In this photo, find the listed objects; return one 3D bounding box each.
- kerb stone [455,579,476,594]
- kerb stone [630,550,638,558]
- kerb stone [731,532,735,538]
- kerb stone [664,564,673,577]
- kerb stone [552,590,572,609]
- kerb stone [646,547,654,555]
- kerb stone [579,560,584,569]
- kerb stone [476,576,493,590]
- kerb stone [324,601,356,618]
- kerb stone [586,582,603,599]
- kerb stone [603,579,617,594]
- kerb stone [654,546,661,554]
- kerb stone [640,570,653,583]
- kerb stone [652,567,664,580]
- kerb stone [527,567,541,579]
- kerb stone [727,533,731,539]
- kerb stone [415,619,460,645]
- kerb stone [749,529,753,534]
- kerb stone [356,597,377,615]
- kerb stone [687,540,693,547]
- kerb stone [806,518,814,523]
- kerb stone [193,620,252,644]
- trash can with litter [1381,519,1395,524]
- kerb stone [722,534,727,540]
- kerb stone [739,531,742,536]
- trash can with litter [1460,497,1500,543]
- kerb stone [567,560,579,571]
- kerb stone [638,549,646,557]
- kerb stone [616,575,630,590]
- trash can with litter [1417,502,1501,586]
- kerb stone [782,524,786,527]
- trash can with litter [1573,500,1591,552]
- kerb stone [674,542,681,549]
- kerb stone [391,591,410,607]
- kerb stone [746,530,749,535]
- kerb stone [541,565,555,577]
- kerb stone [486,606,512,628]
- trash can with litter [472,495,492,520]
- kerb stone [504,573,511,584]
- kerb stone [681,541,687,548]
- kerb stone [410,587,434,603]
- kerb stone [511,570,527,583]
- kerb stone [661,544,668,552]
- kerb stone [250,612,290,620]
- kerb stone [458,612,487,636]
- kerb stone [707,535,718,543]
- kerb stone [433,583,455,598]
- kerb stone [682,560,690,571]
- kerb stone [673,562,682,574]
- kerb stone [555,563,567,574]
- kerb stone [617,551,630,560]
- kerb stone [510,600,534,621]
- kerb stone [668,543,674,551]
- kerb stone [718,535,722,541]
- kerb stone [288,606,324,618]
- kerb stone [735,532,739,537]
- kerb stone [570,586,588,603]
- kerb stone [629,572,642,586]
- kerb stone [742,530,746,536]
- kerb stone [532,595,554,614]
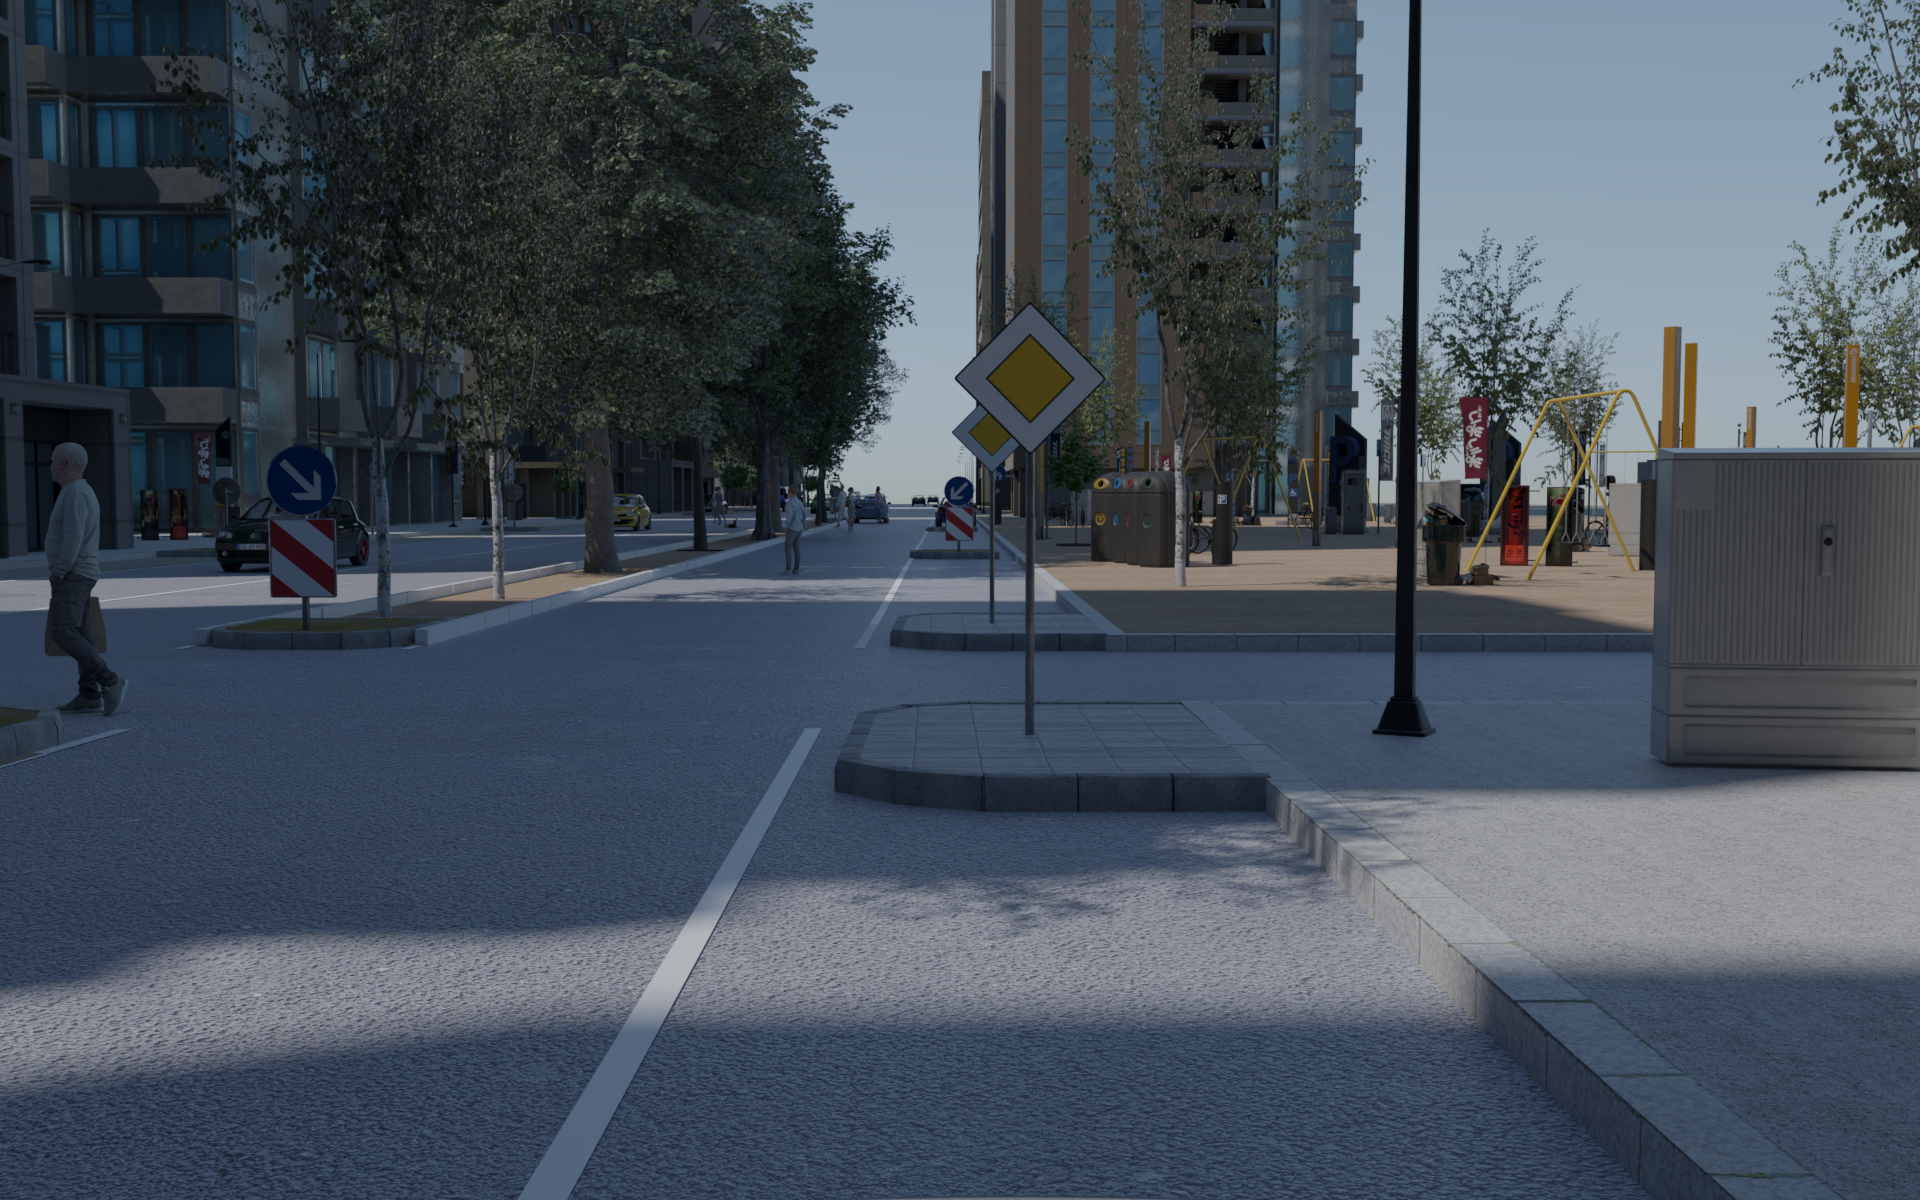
[{"bbox_3d":[-7.253,-0.177,25.088,0.120,0.150,1.000,0,4,0],"label":"kerb stone"},{"bbox_3d":[-7.353,-0.990,38.414,0.120,0.150,1.000,0,4,0],"label":"kerb stone"},{"bbox_3d":[-7.460,-2.058,55.844,0.120,0.150,1.000,0,4,0],"label":"kerb stone"},{"bbox_3d":[-5.189,-0.489,30.217,0.120,0.150,1.000,0,4,0],"label":"kerb stone"},{"bbox_3d":[-5.135,0.012,22.027,0.120,0.150,1.000,0,4,0],"label":"kerb stone"},{"bbox_3d":[-7.364,-1.109,40.465,0.120,0.150,1.000,0,4,0],"label":"kerb stone"},{"bbox_3d":[-7.316,-0.678,33.286,0.120,0.150,1.000,0,4,0],"label":"kerb stone"},{"bbox_3d":[-7.261,-0.238,26.120,0.120,0.150,1.000,0,4,0],"label":"kerb stone"},{"bbox_3d":[-7.220,0.137,19.965,0.120,0.150,1.000,0,4,0],"label":"kerb stone"},{"bbox_3d":[-5.153,-0.115,24.071,0.120,0.150,1.000,0,4,0],"label":"kerb stone"},{"bbox_3d":[-5.158,-0.173,25.094,0.120,0.150,1.000,0,4,0],"label":"kerb stone"},{"bbox_3d":[-7.368,-1.179,41.492,0.120,0.150,1.000,0,4,0],"label":"kerb stone"},{"bbox_3d":[-5.180,-0.365,28.170,0.120,0.150,1.000,0,4,0],"label":"kerb stone"},{"bbox_3d":[-5.178,-0.427,29.195,0.120,0.150,1.000,0,4,0],"label":"kerb stone"},{"bbox_3d":[-7.283,-0.426,29.199,0.120,0.150,1.000,0,4,0],"label":"kerb stone"},{"bbox_3d":[-7.459,-1.996,54.822,0.120,0.150,1.000,0,4,0],"label":"kerb stone"},{"bbox_3d":[-5.100,0.325,16.888,0.120,0.150,1.000,0,4,0],"label":"kerb stone"},{"bbox_3d":[-7.501,-2.372,60.974,0.120,0.150,1.000,0,4,0],"label":"kerb stone"},{"bbox_3d":[-7.234,0.077,20.988,0.120,0.150,1.000,0,4,0],"label":"kerb stone"},{"bbox_3d":[-7.401,-1.494,46.618,0.120,0.150,1.000,0,4,0],"label":"kerb stone"},{"bbox_3d":[-7.679,-4.065,88.657,0.120,0.150,1.000,0,4,0],"label":"kerb stone"},{"bbox_3d":[-7.200,0.324,16.899,0.120,0.150,1.000,0,4,0],"label":"kerb stone"},{"bbox_3d":[18.647,-3.858,74.133,1.678,1.210,2.233,1,4,21],"label":"trash can with litter"},{"bbox_3d":[-7.449,-1.932,53.791,0.120,0.150,1.000,0,4,0],"label":"kerb stone"},{"bbox_3d":[-7.480,-2.183,57.888,0.120,0.150,1.000,0,4,0],"label":"kerb stone"},{"bbox_3d":[13.650,-2.116,45.656,2.233,1.210,1.678,0,4,-7],"label":"trash can with litter"},{"bbox_3d":[-7.313,-0.616,32.264,0.120,0.150,1.000,0,4,0],"label":"kerb stone"},{"bbox_3d":[-7.354,-1.050,39.437,0.120,0.150,1.000,0,4,0],"label":"kerb stone"},{"bbox_3d":[-5.166,-0.240,26.125,0.120,0.150,1.000,0,4,0],"label":"kerb stone"},{"bbox_3d":[7.030,-0.797,24.422,1.055,1.170,0.624,0,4,-8],"label":"trash can with litter"},{"bbox_3d":[-7.597,-3.248,75.336,0.120,0.150,1.000,0,4,0],"label":"kerb stone"},{"bbox_3d":[13.654,-1.664,38.600,0.624,1.170,1.055,3,5,40],"label":"trash can with litter"},{"bbox_3d":[-7.394,-1.368,44.569,0.120,0.150,1.000,0,4,0],"label":"kerb stone"},{"bbox_3d":[-7.240,0.014,22.009,0.120,0.150,1.000,0,4,0],"label":"kerb stone"},{"bbox_3d":[-7.494,-2.309,59.952,0.120,0.150,1.000,0,4,0],"label":"kerb stone"},{"bbox_3d":[-7.284,-0.491,30.221,0.120,0.150,1.000,0,4,0],"label":"kerb stone"},{"bbox_3d":[-5.117,0.199,18.936,0.120,0.150,1.000,0,4,0],"label":"kerb stone"},{"bbox_3d":[-24.009,-4.701,87.920,1.678,1.210,2.233,-2,4,-34],"label":"trash can with litter"},{"bbox_3d":[-7.268,-0.303,27.148,0.120,0.150,1.000,0,4,0],"label":"kerb stone"},{"bbox_3d":[-7.390,-1.430,45.596,0.120,0.150,1.000,0,4,0],"label":"kerb stone"},{"bbox_3d":[-7.244,-0.050,23.031,0.120,0.150,1.000,0,4,0],"label":"kerb stone"},{"bbox_3d":[-7.276,-0.366,28.177,0.120,0.150,1.000,0,4,0],"label":"kerb stone"},{"bbox_3d":[-7.371,-1.243,42.521,0.120,0.150,1.000,0,4,0],"label":"kerb stone"},{"bbox_3d":[-7.210,0.264,17.921,0.120,0.150,1.000,0,4,0],"label":"kerb stone"},{"bbox_3d":[-5.109,0.262,17.910,0.120,0.150,1.000,0,4,0],"label":"kerb stone"},{"bbox_3d":[-7.438,-1.807,51.736,0.120,0.150,1.000,0,4,0],"label":"kerb stone"},{"bbox_3d":[-7.252,-0.114,24.053,0.120,0.150,1.000,0,4,0],"label":"kerb stone"},{"bbox_3d":[-5.216,-0.616,32.264,0.120,0.150,1.000,0,4,0],"label":"kerb stone"},{"bbox_3d":[-5.199,-0.551,31.242,0.120,0.150,1.000,0,4,0],"label":"kerb stone"},{"bbox_3d":[-7.301,-0.548,31.243,0.120,0.150,1.000,0,4,0],"label":"kerb stone"},{"bbox_3d":[-7.338,-0.929,37.385,0.120,0.150,1.000,0,4,0],"label":"kerb stone"},{"bbox_3d":[-5.124,0.136,19.967,0.120,0.150,1.000,0,4,0],"label":"kerb stone"},{"bbox_3d":[-7.386,-1.306,43.543,0.120,0.150,1.000,0,4,0],"label":"kerb stone"},{"bbox_3d":[-7.441,-1.870,52.769,0.120,0.150,1.000,0,4,0],"label":"kerb stone"},{"bbox_3d":[-7.228,0.199,18.943,0.120,0.150,1.000,0,4,0],"label":"kerb stone"},{"bbox_3d":[-7.474,-2.121,56.866,0.120,0.150,1.000,0,4,0],"label":"kerb stone"},{"bbox_3d":[-5.148,-0.049,23.049,0.120,0.150,1.000,0,4,0],"label":"kerb stone"},{"bbox_3d":[-5.173,-0.300,27.148,0.120,0.150,1.000,0,4,0],"label":"kerb stone"},{"bbox_3d":[-7.485,-2.243,58.924,0.120,0.150,1.000,0,4,0],"label":"kerb stone"},{"bbox_3d":[-5.127,0.074,21.003,0.120,0.150,1.000,0,4,0],"label":"kerb stone"}]
